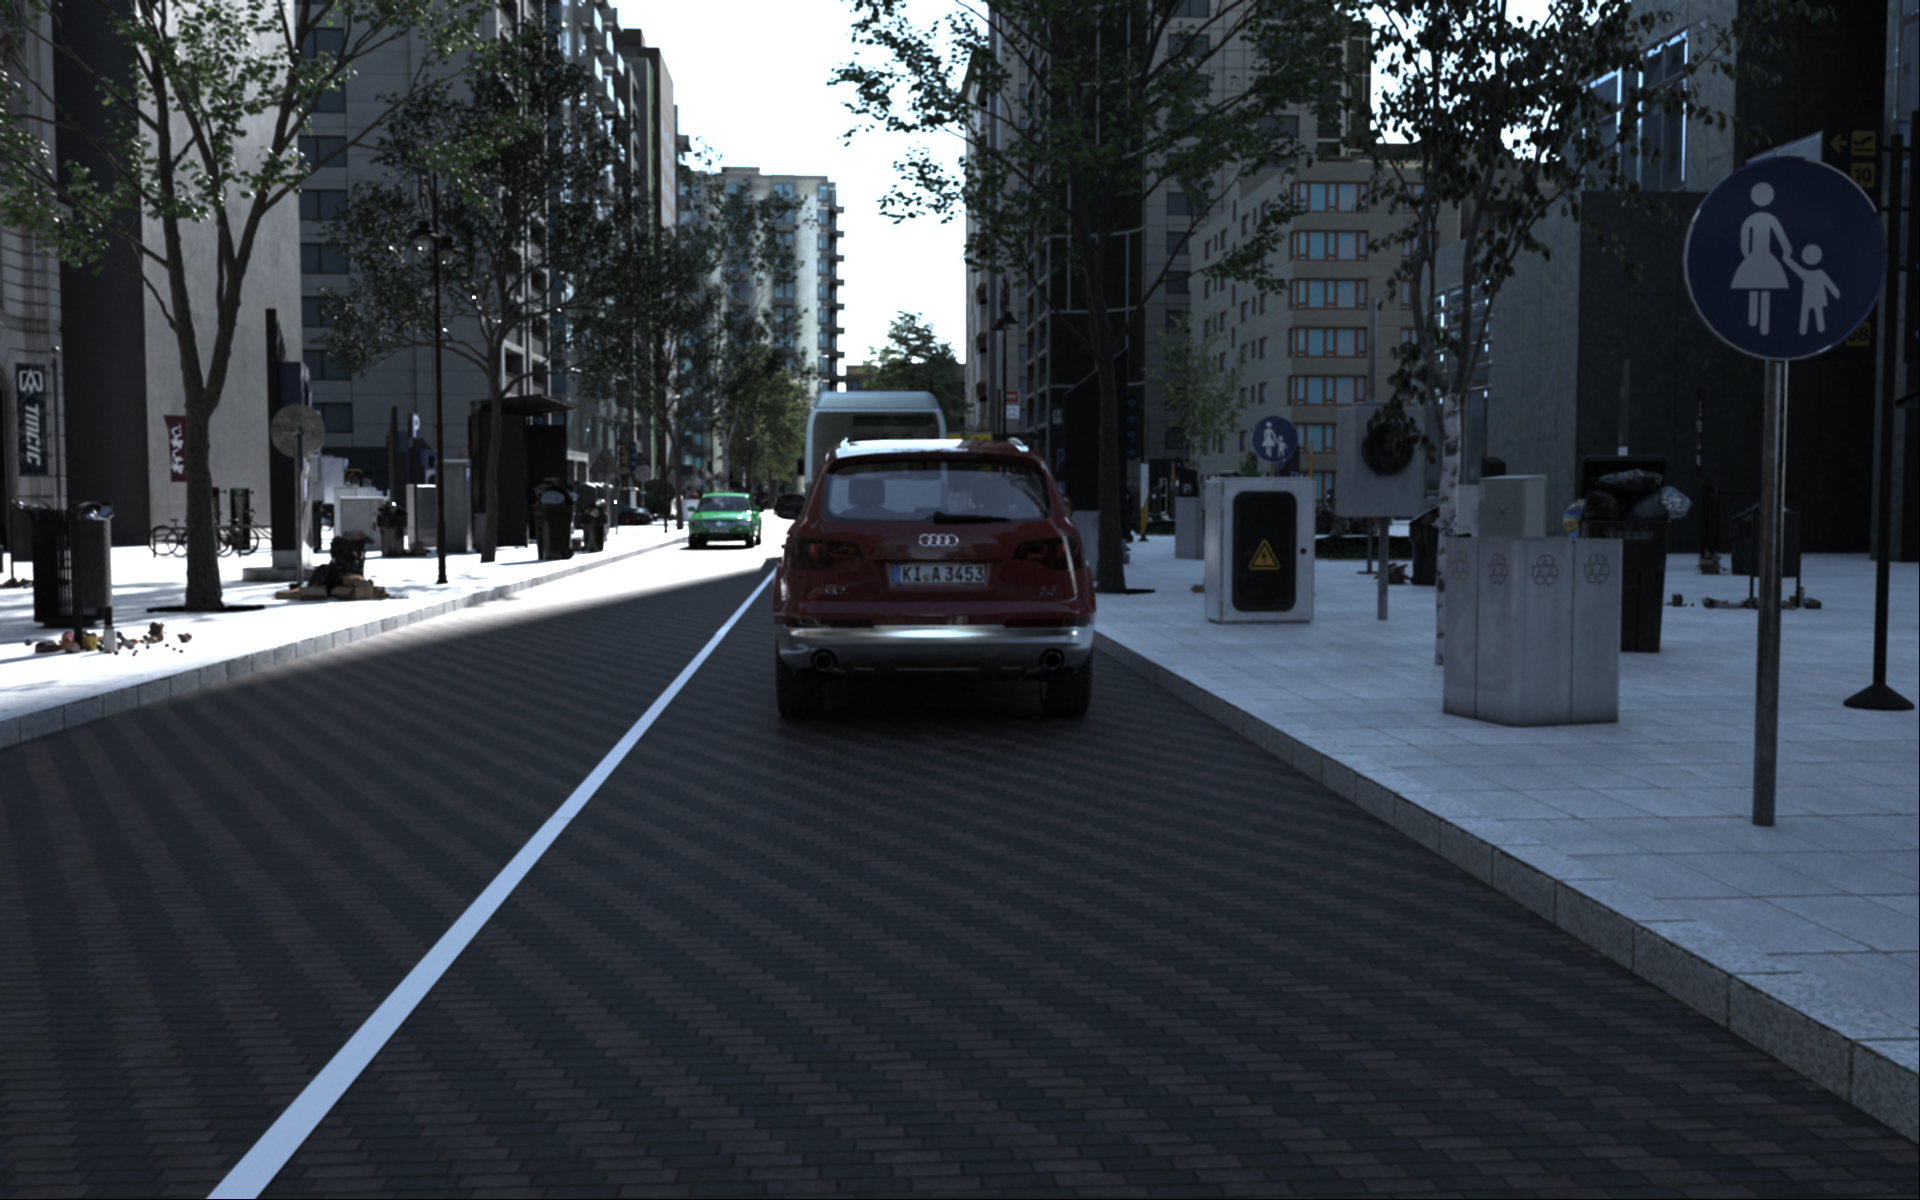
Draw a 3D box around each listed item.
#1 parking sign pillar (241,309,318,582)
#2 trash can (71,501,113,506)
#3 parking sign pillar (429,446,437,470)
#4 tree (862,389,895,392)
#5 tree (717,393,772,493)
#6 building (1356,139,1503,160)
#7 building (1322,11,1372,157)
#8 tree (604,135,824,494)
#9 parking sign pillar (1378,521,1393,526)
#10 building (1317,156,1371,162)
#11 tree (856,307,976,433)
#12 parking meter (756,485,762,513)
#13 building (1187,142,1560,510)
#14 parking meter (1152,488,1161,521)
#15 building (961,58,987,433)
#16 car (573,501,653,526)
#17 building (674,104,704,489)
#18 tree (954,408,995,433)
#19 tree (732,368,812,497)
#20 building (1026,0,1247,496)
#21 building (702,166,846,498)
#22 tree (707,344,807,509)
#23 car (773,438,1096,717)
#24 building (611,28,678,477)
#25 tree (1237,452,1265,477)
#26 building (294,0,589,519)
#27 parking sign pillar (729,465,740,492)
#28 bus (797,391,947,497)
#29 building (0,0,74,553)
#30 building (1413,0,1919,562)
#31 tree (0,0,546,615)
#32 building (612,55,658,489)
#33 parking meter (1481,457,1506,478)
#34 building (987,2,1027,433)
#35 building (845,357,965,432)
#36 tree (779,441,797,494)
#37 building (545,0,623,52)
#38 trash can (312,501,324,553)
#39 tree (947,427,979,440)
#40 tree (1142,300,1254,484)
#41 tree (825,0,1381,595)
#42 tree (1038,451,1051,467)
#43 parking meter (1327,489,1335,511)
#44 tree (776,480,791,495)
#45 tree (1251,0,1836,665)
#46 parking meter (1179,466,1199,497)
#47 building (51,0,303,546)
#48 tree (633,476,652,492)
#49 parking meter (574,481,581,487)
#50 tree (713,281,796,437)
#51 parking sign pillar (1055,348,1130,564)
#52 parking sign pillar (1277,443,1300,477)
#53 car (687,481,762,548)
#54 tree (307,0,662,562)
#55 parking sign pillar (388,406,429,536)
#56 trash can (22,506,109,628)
[{"bbox_3d":[-10.022,-2.291,25.927,1.447,3.967,1.447,-1,4,-13],"label":"parking sign pillar"},{"bbox_3d":[-17.374,-1.409,34.691,0.748,1.137,0.748,0,3,0],"label":"trash can"},{"bbox_3d":[-23.389,-5.366,76.210,1.447,3.967,1.447,1,4,20],"label":"parking sign pillar"},{"bbox_3d":[-5.846,-12.654,141.301,8.767,10.594,7.601,0,4,3],"label":"tree"},{"bbox_3d":[-14.966,-10.500,122.036,4.360,8.622,3.978,0,3,0],"label":"tree"},{"bbox_3d":[56.772,-34.443,213.253,14.200,45.320,14.600,0,4,-4],"label":"building"},{"bbox_3d":[50.687,-50.222,259.376,20.611,71.187,20.563,0,4,-4],"label":"building"},{"bbox_3d":[-14.027,-14.594,94.499,12.611,20.169,13.585,0,3,0],"label":"tree"},{"bbox_3d":[16.704,-4.970,69.725,1.447,3.967,1.447,-2,4,-26],"label":"parking sign pillar"},{"bbox_3d":[41.633,-32.268,211.175,14.086,41.232,14.154,0,4,-4],"label":"building"},{"bbox_3d":[-2.743,-11.471,105.680,7.486,12.596,7.792,0,3,0],"label":"tree"},{"bbox_3d":[-13.532,-6.765,116.325,0.255,1.863,0.399,-3,4,-39],"label":"parking meter"},{"bbox_3d":[30.816,-15.894,104.914,28.899,21.520,27.650,0,4,-4],"label":"building"},{"bbox_3d":[7.874,-3.727,69.340,0.372,1.533,0.369,0,3,0],"label":"parking meter"},{"bbox_3d":[14.872,-37.583,203.718,28.713,52.752,27.495,0,4,-4],"label":"building"},{"bbox_3d":[-14.974,-3.822,72.271,4.222,1.686,2.009,0,4,-2],"label":"car"},{"bbox_3d":[-46.622,-35.582,201.371,30.456,49.044,23.786,0,4,-4],"label":"building"},{"bbox_3d":[1.281,-11.902,144.965,4.360,8.622,3.978,0,3,0],"label":"tree"},{"bbox_3d":[-18.381,-16.125,170.299,9.857,13.997,8.962,0,3,0],"label":"tree"},{"bbox_3d":[14.045,-42.295,129.780,20.563,71.187,20.611,0,4,-4],"label":"building"},{"bbox_3d":[-32.174,-38.894,255.518,30.456,49.044,23.786,0,4,-4],"label":"building"},{"bbox_3d":[-15.293,-13.002,130.709,7.486,12.596,7.792,0,3,0],"label":"tree"},{"bbox_3d":[-0.240,-0.246,12.693,2.281,1.827,5.304,0,4,-3],"label":"car"},{"bbox_3d":[-35.649,-31.857,170.969,14.600,45.320,14.200,0,4,-4],"label":"building"},{"bbox_3d":[13.021,-5.159,78.944,1.663,3.219,1.824,0,3,0],"label":"tree"},{"bbox_3d":[-32.316,-40.317,97.437,20.563,71.187,20.611,0,4,-4],"label":"building"},{"bbox_3d":[-18.225,-9.157,138.194,1.447,3.967,1.447,-1,4,-18],"label":"parking sign pillar"},{"bbox_3d":[-2.090,-2.616,37.636,2.948,3.499,13.247,0,4,-5],"label":"bus"},{"bbox_3d":[-25.647,-11.353,27.418,13.314,21.916,24.055,0,4,-4],"label":"building"},{"bbox_3d":[24.638,-43.891,30.293,22.319,86.520,31.000,0,4,-4],"label":"building"},{"bbox_3d":[-8.244,-5.693,18.838,9.928,11.665,9.643,0,3,0],"label":"tree"},{"bbox_3d":[-35.407,-28.952,156.961,14.154,41.232,14.086,0,4,-4],"label":"building"},{"bbox_3d":[8.295,-1.300,26.974,0.255,1.863,0.399,-1,4,-9],"label":"parking meter"},{"bbox_3d":[13.264,-38.750,175.567,21.231,58.520,28.212,0,4,-4],"label":"building"},{"bbox_3d":[-2.704,-25.405,260.405,28.899,21.520,27.650,0,4,-4],"label":"building"},{"bbox_3d":[-18.594,-14.266,183.618,4.737,8.622,4.395,0,3,0],"label":"tree"},{"bbox_3d":[-37.639,-31.296,131.300,23.786,49.044,30.456,0,4,-4],"label":"building"},{"bbox_3d":[-14.324,-1.610,37.976,0.748,1.137,0.748,0,3,0],"label":"trash can"},{"bbox_3d":[0.204,-3.381,49.886,1.663,3.219,1.824,0,3,0],"label":"tree"},{"bbox_3d":[9.065,-7.108,66.578,4.737,8.622,4.395,0,3,0],"label":"tree"},{"bbox_3d":[1.819,-5.905,22.300,9.928,11.665,9.643,0,3,0],"label":"tree"},{"bbox_3d":[3.605,-5.145,78.724,1.663,3.219,1.824,0,3,0],"label":"tree"},{"bbox_3d":[17.490,-4.484,81.726,0.372,1.533,0.369,0,3,0],"label":"parking meter"},{"bbox_3d":[-20.356,-12.611,200.789,1.663,3.219,1.824,0,3,0],"label":"tree"},{"bbox_3d":[3.876,-3.824,12.891,4.360,8.622,3.978,0,3,0],"label":"tree"},{"bbox_3d":[4.806,-1.877,36.407,0.399,1.863,0.255,1,4,18],"label":"parking meter"},{"bbox_3d":[-32.341,-15.576,48.171,24.014,27.812,14.314,0,4,-4],"label":"building"},{"bbox_3d":[-23.981,-8.416,132.206,1.663,3.219,1.824,0,3,0],"label":"tree"},{"bbox_3d":[-17.008,-4.369,77.150,0.255,1.863,0.399,1,4,15],"label":"parking meter"},{"bbox_3d":[-9.957,-7.788,61.754,8.767,10.594,7.601,0,4,-1],"label":"tree"},{"bbox_3d":[2.425,-2.662,31.996,1.447,3.967,1.447,-2,4,-26],"label":"parking sign pillar"},{"bbox_3d":[12.478,-4.728,65.777,1.447,3.967,1.447,-1,4,-9],"label":"parking sign pillar"},{"bbox_3d":[-6.401,-2.359,47.365,1.959,1.807,4.718,0,4,-3],"label":"car"},{"bbox_3d":[-8.544,-5.988,32.318,7.601,10.594,8.767,-1,4,-9],"label":"tree"},{"bbox_3d":[-17.482,-4.001,53.893,1.447,3.967,1.447,-2,4,-24],"label":"parking sign pillar"},{"bbox_3d":[-8.615,-0.310,16.724,0.748,1.137,0.748,0,3,0],"label":"trash can"}]
